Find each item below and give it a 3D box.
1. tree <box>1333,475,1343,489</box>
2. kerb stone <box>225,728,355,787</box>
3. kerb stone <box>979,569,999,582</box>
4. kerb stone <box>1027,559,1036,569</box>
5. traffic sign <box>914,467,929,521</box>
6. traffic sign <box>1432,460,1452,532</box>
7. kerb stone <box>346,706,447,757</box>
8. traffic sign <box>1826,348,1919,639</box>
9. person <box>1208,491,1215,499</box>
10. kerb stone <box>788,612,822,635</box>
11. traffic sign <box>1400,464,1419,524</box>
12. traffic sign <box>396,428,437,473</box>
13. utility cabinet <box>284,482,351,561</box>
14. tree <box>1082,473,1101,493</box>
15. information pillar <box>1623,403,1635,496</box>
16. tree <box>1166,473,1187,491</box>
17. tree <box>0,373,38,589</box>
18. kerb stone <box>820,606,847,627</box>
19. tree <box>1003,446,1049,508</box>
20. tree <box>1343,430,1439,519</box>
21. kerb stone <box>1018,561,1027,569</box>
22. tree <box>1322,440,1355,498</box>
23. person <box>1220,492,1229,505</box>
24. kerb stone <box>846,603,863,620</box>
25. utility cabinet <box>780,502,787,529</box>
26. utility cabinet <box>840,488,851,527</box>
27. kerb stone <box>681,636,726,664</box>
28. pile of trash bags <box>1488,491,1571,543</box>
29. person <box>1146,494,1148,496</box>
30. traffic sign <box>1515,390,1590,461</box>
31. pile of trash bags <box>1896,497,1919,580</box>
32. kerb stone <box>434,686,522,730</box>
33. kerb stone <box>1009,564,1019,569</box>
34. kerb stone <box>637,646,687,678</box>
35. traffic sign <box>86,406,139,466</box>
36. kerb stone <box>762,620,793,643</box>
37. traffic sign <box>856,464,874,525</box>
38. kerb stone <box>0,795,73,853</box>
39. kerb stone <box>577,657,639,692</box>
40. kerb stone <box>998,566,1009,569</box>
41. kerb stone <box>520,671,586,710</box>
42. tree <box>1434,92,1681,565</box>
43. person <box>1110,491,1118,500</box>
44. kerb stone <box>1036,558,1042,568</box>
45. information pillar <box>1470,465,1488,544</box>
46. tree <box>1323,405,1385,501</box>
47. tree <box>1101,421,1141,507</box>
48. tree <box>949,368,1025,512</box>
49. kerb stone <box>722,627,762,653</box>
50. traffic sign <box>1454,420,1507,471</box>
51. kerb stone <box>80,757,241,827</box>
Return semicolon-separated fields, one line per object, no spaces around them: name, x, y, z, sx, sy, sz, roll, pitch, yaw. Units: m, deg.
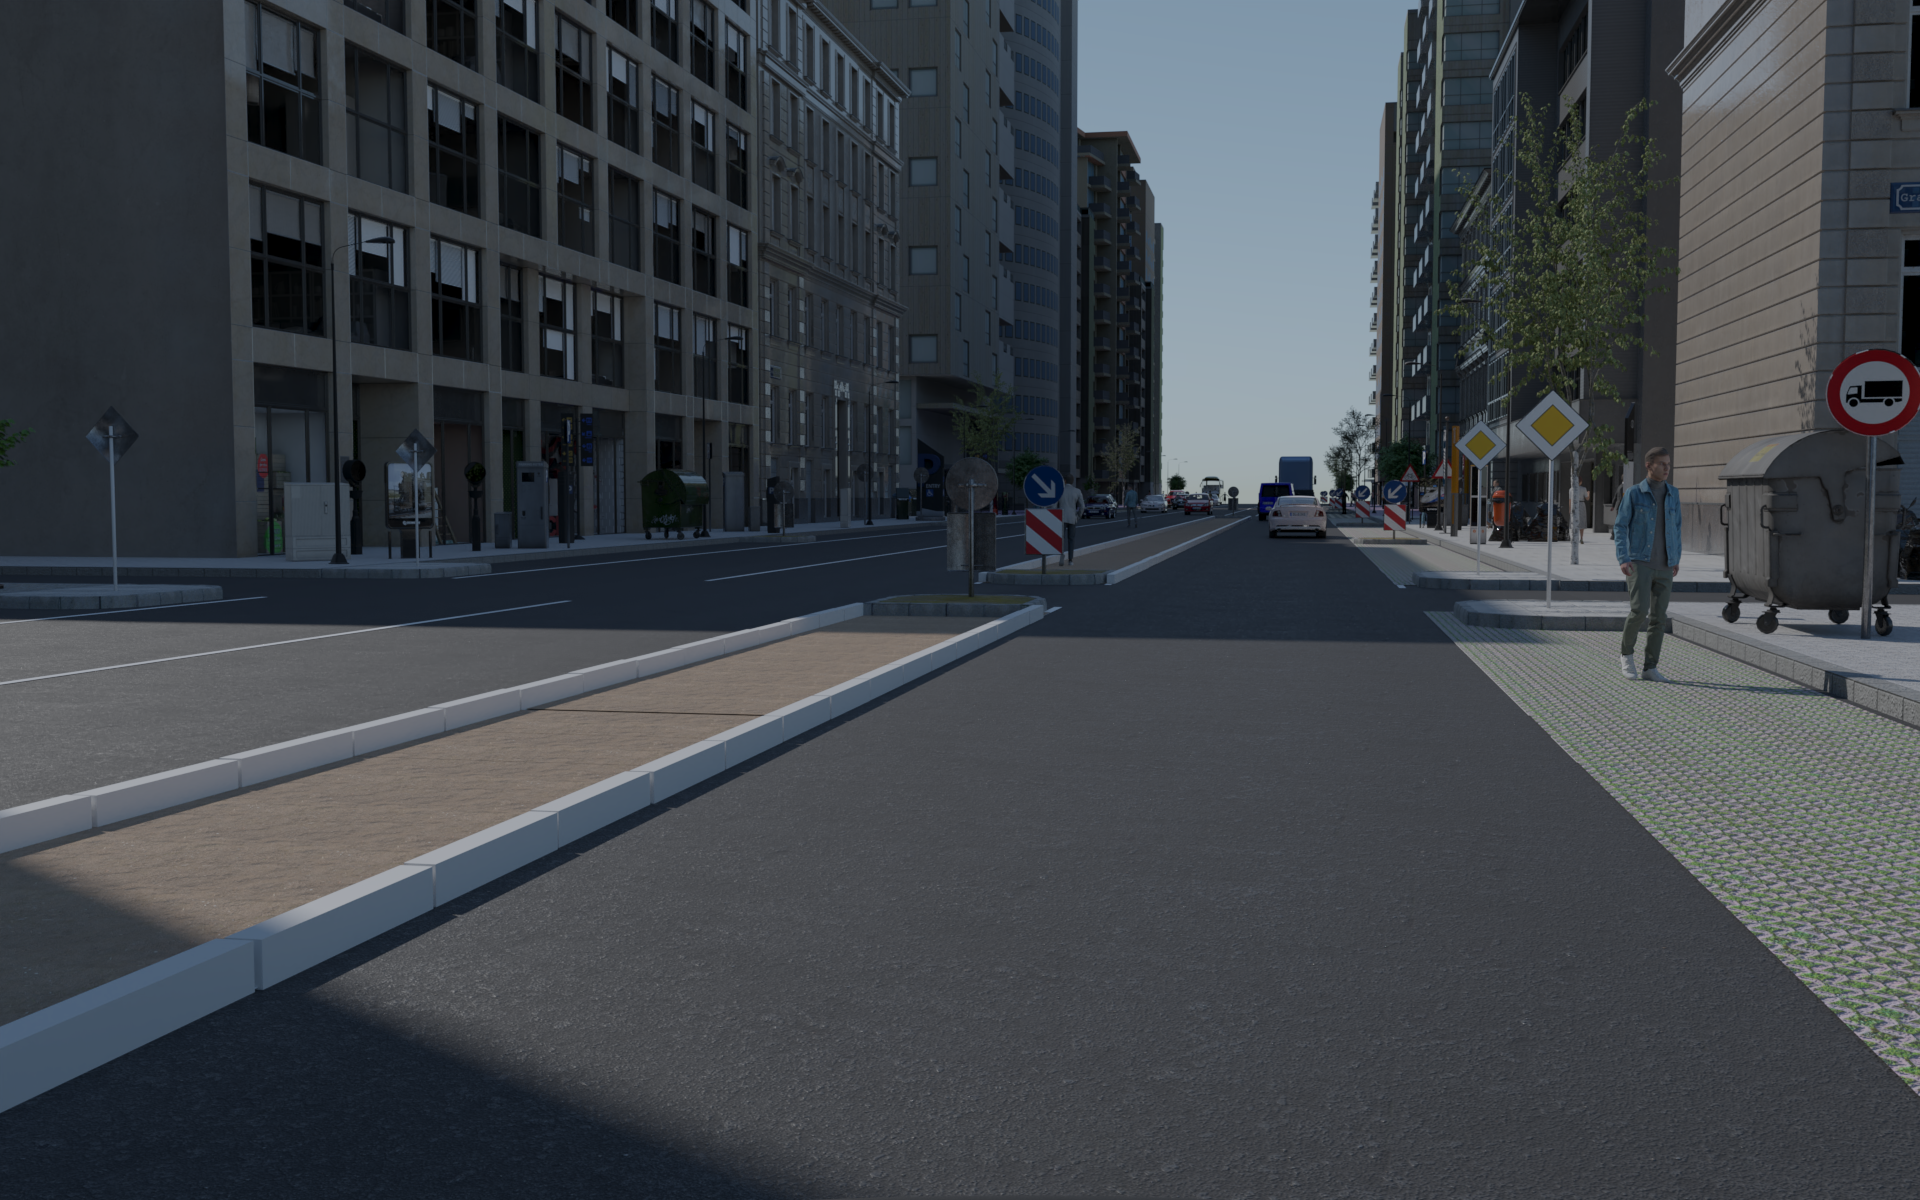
tree;51.413;-15.101;230.607;4.285;4.588;4.351;0;3;0
kerb stone;-3.445;0.813;8.899;0.120;0.150;1.000;1;4;11
kerb stone;0.458;-0.391;28.584;0.120;0.150;1.000;1;4;11
kerb stone;1.239;-0.636;32.607;0.120;0.150;1.000;1;4;11
traffic sign;-1.854;-5.032;82.373;0.768;2.556;0.104;1;4;16
traffic sign;16.352;-3.572;58.411;0.884;2.594;0.081;1;4;16
kerb stone;-3.249;0.755;9.903;0.120;0.150;1.000;1;4;11
traffic sign;8.026;-0.927;15.269;0.768;2.556;0.104;1;4;20
person;28.407;-11.499;196.594;0.705;1.812;1.348;-2;4;-34
kerb stone;-1.656;0.262;17.950;0.120;0.150;1.000;1;4;11
traffic sign;19.396;-4.567;74.673;0.884;2.594;0.081;1;4;18
traffic sign;-9.659;-1.748;30.764;0.795;2.593;0.064;1;4;11
utility cabinet;-12.331;-1.504;33.266;0.318;1.500;1.173;3;5;43
tree;11.748;-9.777;154.458;1.663;3.219;1.824;0;3;0
information pillar;17.079;-3.234;44.238;0.183;3.616;0.504;3;5;40
tree;32.293;-16.819;258.708;4.285;4.588;4.351;0;3;0
tree;-13.579;-1.756;23.313;1.663;3.219;1.824;0;3;0
kerb stone;-1.457;0.198;18.966;0.120;0.150;1.000;1;4;11
tree;4.620;-8.143;116.851;4.285;4.588;4.351;0;3;0
tree;22.828;-6.441;89.031;4.285;4.588;4.351;0;3;0
kerb stone;1.047;-0.575;31.603;0.120;0.150;1.000;1;4;11
tree;55.024;-18.449;252.007;4.360;8.622;3.978;0;3;0
person;35.651;-13.691;233.136;1.217;1.735;0.721;1;4;12
kerb stone;-1.258;0.139;19.969;0.120;0.150;1.000;1;4;11
utility cabinet;-6.754;-3.239;64.124;0.306;1.237;1.020;-2;4;-31
utility cabinet;-4.397;-3.528;66.356;0.318;1.500;1.173;0;4;2
kerb stone;-2.256;0.446;14.922;0.120;0.150;1.000;1;4;11
pile of trash bags;15.133;-2.257;46.649;1.912;1.369;3.447;3;4;37
person;16.659;-8.697;153.890;0.628;1.438;0.799;0;4;-5
traffic sign;6.634;-1.052;19.388;0.795;2.593;0.064;1;4;11
pile of trash bags;14.606;-1.005;26.187;3.447;1.369;1.912;1;4;15
kerb stone;-3.050;0.690;10.908;0.120;0.150;1.000;1;4;11
kerb stone;0.852;-0.513;30.591;0.120;0.150;1.000;1;4;11
kerb stone;-2.448;0.510;13.918;0.120;0.150;1.000;1;4;11
traffic sign;-11.210;-1.269;22.931;0.795;2.593;0.064;1;4;11
kerb stone;-1.861;0.330;16.934;0.120;0.150;1.000;1;4;11
traffic sign;-3.973;-4.418;72.343;0.768;2.556;0.104;1;4;13
kerb stone;-3.851;0.937;6.892;0.120;0.150;1.000;1;4;11
kerb stone;-2.659;0.567;12.918;0.120;0.150;1.000;1;4;11
kerb stone;0.655;-0.450;29.587;0.120;0.150;1.000;1;4;11
kerb stone;-2.851;0.635;11.913;0.120;0.150;1.000;1;4;11
tree;10.974;-4.942;31.169;4.737;8.622;4.395;0;3;0
person;12.883;-8.311;145.180;0.742;1.727;0.445;0;4;-8
kerb stone;1.441;-0.697;33.609;0.120;0.150;1.000;1;4;11
information pillar;13.221;-2.425;44.145;0.304;2.012;0.304;-2;4;-34
tree;41.761;-15.152;182.140;7.601;10.594;8.767;0;4;-5
tree;16.420;-13.716;174.621;4.360;8.622;3.978;0;3;0
tree;1.596;-9.167;100.239;4.737;8.622;4.395;0;3;0
kerb stone;-2.056;0.383;15.929;0.120;0.150;1.000;1;4;11
traffic sign;8.186;-1.531;27.221;0.795;2.593;0.064;1;4;11
kerb stone;-3.647;0.878;7.897;0.120;0.150;1.000;1;4;11
